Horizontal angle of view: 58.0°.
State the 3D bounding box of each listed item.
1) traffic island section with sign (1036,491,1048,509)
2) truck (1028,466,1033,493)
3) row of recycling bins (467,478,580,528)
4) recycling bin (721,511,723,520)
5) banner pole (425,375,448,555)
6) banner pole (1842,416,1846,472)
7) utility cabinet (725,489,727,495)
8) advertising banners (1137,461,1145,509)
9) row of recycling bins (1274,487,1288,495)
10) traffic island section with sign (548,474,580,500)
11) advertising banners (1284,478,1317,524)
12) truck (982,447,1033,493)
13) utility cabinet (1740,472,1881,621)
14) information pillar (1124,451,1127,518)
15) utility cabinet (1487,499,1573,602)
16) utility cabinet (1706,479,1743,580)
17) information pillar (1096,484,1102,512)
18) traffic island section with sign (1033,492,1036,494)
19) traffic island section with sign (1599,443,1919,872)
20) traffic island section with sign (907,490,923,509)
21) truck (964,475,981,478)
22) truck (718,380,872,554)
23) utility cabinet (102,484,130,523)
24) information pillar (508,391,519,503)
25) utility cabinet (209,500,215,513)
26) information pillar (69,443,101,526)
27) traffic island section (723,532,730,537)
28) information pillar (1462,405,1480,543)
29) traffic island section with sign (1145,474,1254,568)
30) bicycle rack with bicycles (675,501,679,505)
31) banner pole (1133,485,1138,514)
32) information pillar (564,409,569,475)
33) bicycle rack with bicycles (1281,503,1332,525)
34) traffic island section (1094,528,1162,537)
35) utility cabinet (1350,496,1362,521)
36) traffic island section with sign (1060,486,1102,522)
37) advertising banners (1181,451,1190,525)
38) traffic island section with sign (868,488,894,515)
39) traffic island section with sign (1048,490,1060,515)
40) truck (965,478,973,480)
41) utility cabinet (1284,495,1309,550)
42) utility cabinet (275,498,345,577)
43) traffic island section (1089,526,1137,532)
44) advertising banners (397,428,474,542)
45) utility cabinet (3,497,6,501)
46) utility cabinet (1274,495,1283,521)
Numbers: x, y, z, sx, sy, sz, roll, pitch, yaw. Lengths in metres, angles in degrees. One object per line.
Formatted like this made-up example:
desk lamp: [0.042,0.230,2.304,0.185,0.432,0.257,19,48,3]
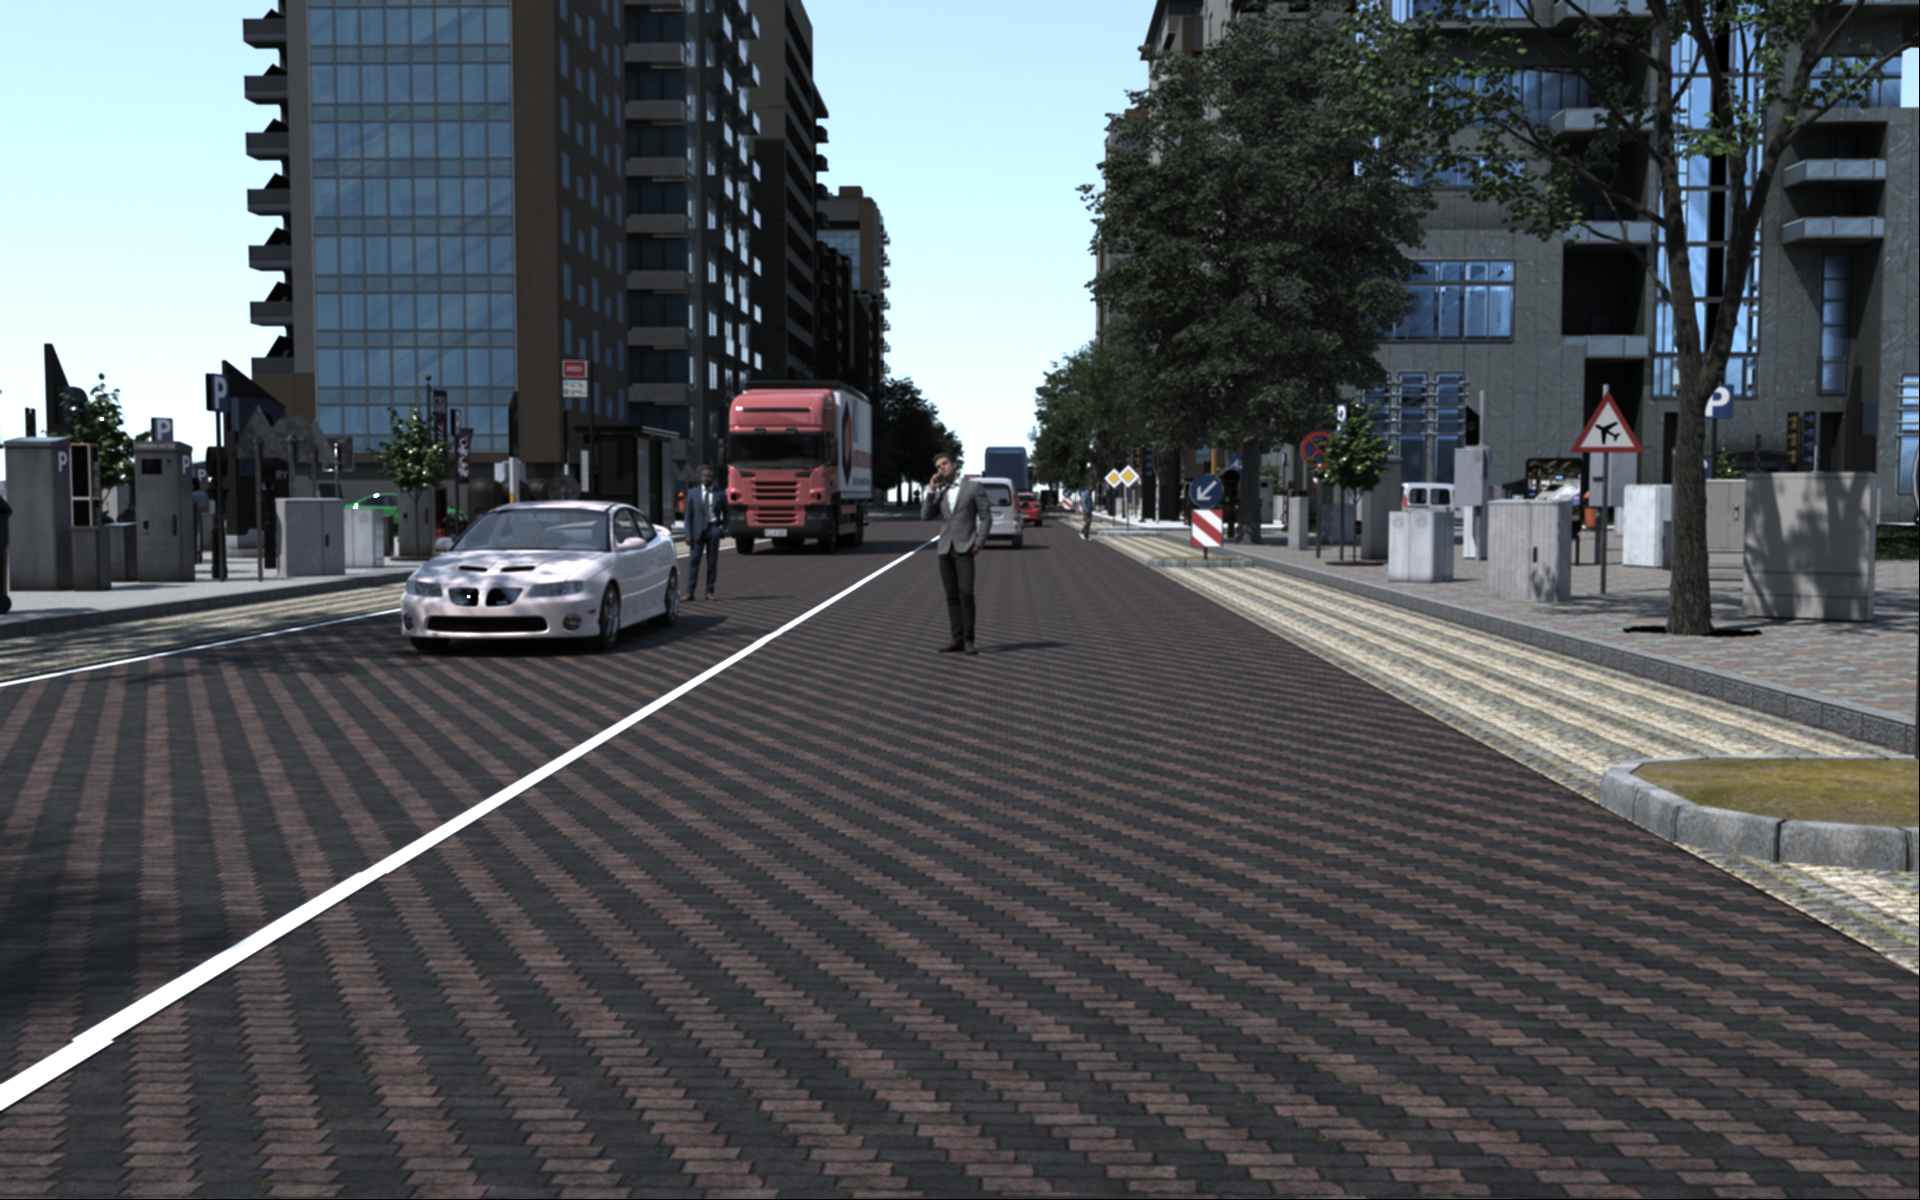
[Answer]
traffic island section with sign: [8.537,-9.632,166.104,1.989,1.847,2.006,0,4,2]
truck: [6.145,-11.688,180.008,2.839,4.237,11.283,0,4,0]
row of recycling bins: [-11.121,-2.279,44.380,1.069,1.692,3.534,2,4,30]
recycling bin: [-10.019,-3.669,72.543,0.722,1.027,0.722,2,4,29]
banner pole: [-11.071,-2.851,36.638,0.401,3.779,0.863,1,4,20]
banner pole: [28.417,-3.994,55.314,0.401,3.779,0.863,-2,4,-27]
utility cabinet: [-9.872,-4.199,77.330,1.173,1.500,0.318,0,4,-1]
advertising banners: [9.911,-5.838,91.641,0.090,3.025,2.074,-2,4,-26]
row of recycling bins: [19.022,-6.018,105.501,3.534,1.692,1.069,-1,4,-21]
traffic island section with sign: [-7.932,-1.571,34.322,1.989,1.847,2.006,0,4,2]
advertising banners: [14.378,-4.676,72.636,0.090,3.025,2.074,-2,4,-33]
truck: [2.243,-6.269,92.264,2.967,4.110,18.799,0,4,3]
utility cabinet: [8.670,-0.551,17.682,1.173,1.500,0.318,3,5,39]
information pillar: [9.032,-6.332,94.874,0.183,3.616,0.504,0,4,1]
utility cabinet: [6.909,-0.605,21.051,0.306,1.237,1.020,-3,4,-36]
utility cabinet: [11.367,-1.039,25.667,1.173,1.500,0.318,1,4,15]
information pillar: [9.732,-7.160,121.561,0.304,2.012,0.304,-2,4,-27]
traffic island section with sign: [9.332,-11.280,193.047,1.989,1.847,2.006,0,4,2]
traffic island section with sign: [3.919,0.072,7.453,1.989,1.847,2.006,0,4,2]
traffic island section with sign: [-4.072,-9.649,166.384,1.989,1.847,2.006,0,4,2]
truck: [1.794,-16.043,251.215,2.839,4.237,11.283,0,4,1]
truck: [-4.047,-3.436,45.092,2.839,4.237,11.283,0,4,3]
utility cabinet: [-19.248,-1.872,39.289,1.173,1.500,0.318,3,5,39]
information pillar: [-10.066,-2.921,39.119,0.183,3.616,0.504,0,4,2]
utility cabinet: [-25.529,-2.923,58.960,0.306,1.237,1.020,-2,4,-32]
information pillar: [-12.710,-1.266,25.184,0.304,2.012,0.304,0,4,-4]
traffic island section: [-7.187,-2.274,59.463,2.009,0.180,2.903,0,4,2]
information pillar: [13.502,-3.314,45.547,0.504,3.616,0.183,0,4,3]
traffic island section with sign: [4.703,-1.576,34.397,1.989,1.847,2.006,0,4,2]
bicycle rack with bicycles: [-14.099,-4.658,89.537,2.852,0.926,2.925,-1,4,-16]
banner pole: [11.500,-7.600,114.281,0.401,3.779,0.863,-1,4,-11]
information pillar: [-10.956,-3.478,48.224,0.183,3.616,0.504,-1,4,-9]
bicycle rack with bicycles: [14.141,-3.359,68.298,2.925,0.926,2.852,0,4,6]
traffic island section: [5.748,-2.251,59.082,2.009,0.180,2.903,0,4,2]
utility cabinet: [16.351,-3.612,70.215,1.020,1.237,0.306,0,4,-1]
traffic island section with sign: [6.292,-4.928,89.204,1.989,1.847,2.006,0,4,2]
advertising banners: [9.418,-4.633,71.940,0.090,3.025,2.074,1,4,21]
traffic island section with sign: [-5.510,-6.639,117.175,1.989,1.847,2.006,0,4,2]
traffic island section with sign: [7.111,-6.623,116.907,1.989,1.847,2.006,0,4,2]
truck: [1.258,-12.924,207.225,3.469,3.379,9.791,0,4,1]
utility cabinet: [7.787,-1.758,39.902,0.306,1.237,1.020,1,4,22]
utility cabinet: [-10.153,-0.975,27.105,0.306,1.237,1.020,3,4,37]
traffic island section: [5.981,-2.739,67.063,2.009,0.180,2.903,0,4,2]
advertising banners: [-13.784,-3.021,45.586,2.074,3.025,0.090,-3,4,-36]
utility cabinet: [-19.572,-1.531,36.198,0.306,1.237,1.020,0,4,1]
utility cabinet: [15.714,-4.408,83.235,0.306,1.237,1.020,-3,4,-36]
